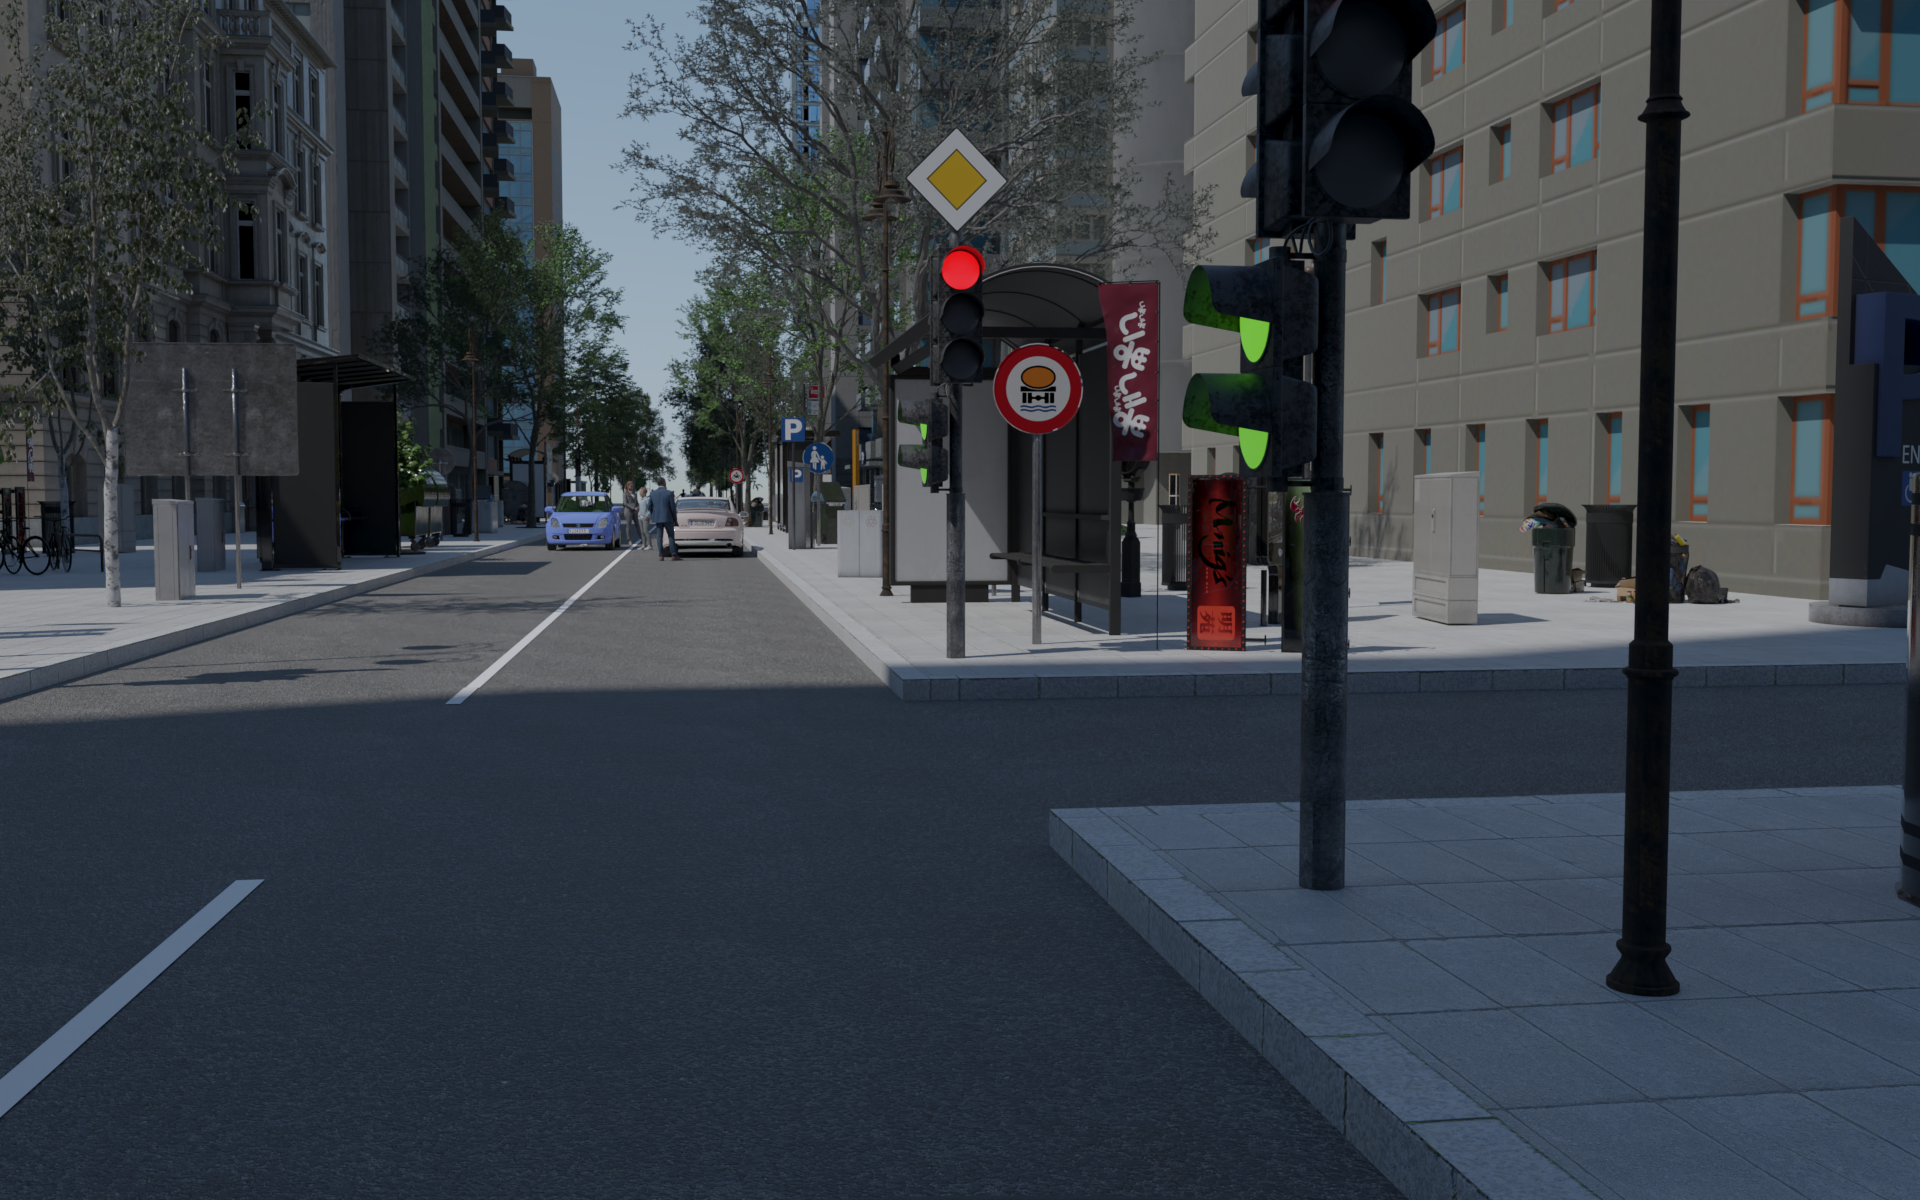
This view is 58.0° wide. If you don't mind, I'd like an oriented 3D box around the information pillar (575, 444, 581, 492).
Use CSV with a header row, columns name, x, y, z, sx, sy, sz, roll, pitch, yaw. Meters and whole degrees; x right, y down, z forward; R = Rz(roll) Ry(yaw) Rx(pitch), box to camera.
name,x,y,z,sx,sy,sz,roll,pitch,yaw
information pillar,-17.861,-5.486,81.050,0.183,3.616,0.504,-3,4,-36

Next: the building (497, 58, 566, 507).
name,x,y,z,sx,sy,sz,roll,pitch,yaw
building,-49.206,-32.531,181.993,14.600,45.320,14.200,-1,4,-9

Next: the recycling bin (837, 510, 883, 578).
name,x,y,z,sx,sy,sz,roll,pitch,yaw
recycling bin,-1.478,-0.877,26.899,0.722,1.027,0.722,1,4,10

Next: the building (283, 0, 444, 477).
name,x,y,z,sx,sy,sz,roll,pitch,yaw
building,-35.630,-24.901,90.720,14.154,41.232,14.086,-1,4,-9

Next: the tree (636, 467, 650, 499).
name,x,y,z,sx,sy,sz,roll,pitch,yaw
tree,-40.531,-16.330,217.364,4.360,8.622,3.978,0,3,0

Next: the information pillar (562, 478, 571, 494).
name,x,y,z,sx,sy,sz,roll,pitch,yaw
information pillar,-18.548,-4.723,81.719,0.304,2.012,0.304,-3,5,-44

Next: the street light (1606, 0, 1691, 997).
name,x,y,z,sx,sy,sz,roll,pitch,yaw
street light,1.776,-1.929,4.326,0.468,5.910,1.993,-1,4,-9

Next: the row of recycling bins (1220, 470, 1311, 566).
name,x,y,z,sx,sy,sz,roll,pitch,yaw
row of recycling bins,5.576,-1.498,31.597,1.069,1.692,3.534,-1,4,-22

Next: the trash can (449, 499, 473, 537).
name,x,y,z,sx,sy,sz,roll,pitch,yaw
trash can,-14.932,-2.455,51.785,0.748,1.137,0.748,0,3,0

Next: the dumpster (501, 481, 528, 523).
name,x,y,z,sx,sy,sz,roll,pitch,yaw
dumpster,-19.193,-4.235,75.007,1.264,1.857,1.865,-1,4,-9

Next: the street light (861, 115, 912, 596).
name,x,y,z,sx,sy,sz,roll,pitch,yaw
street light,-0.925,-2.988,21.640,0.468,5.910,1.993,-1,4,-9

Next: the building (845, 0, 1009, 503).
name,x,y,z,sx,sy,sz,roll,pitch,yaw
building,4.934,-30.242,114.058,23.786,49.044,30.456,-1,4,-9

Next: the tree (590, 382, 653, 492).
name,x,y,z,sx,sy,sz,roll,pitch,yaw
tree,-33.599,-15.929,177.445,9.611,12.733,9.660,0,3,0

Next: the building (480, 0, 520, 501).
name,x,y,z,sx,sy,sz,roll,pitch,yaw
building,-45.999,-29.229,132.522,22.147,44.769,28.867,-1,4,-9

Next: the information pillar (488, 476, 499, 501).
name,x,y,z,sx,sy,sz,roll,pitch,yaw
information pillar,-18.739,-3.981,69.574,0.304,2.012,0.304,1,4,17

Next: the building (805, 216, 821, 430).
name,x,y,z,sx,sy,sz,roll,pitch,yaw
building,-5.635,-31.393,205.164,32.217,40.220,23.993,-1,4,-9

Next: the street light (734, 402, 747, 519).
name,x,y,z,sx,sy,sz,roll,pitch,yaw
street light,-11.013,-7.012,87.438,0.468,5.910,1.993,-1,4,-9

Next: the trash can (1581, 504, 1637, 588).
name,x,y,z,sx,sy,sz,roll,pitch,yaw
trash can,8.928,-0.744,23.825,0.748,1.137,0.748,0,3,0

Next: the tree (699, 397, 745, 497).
name,x,y,z,sx,sy,sz,roll,pitch,yaw
tree,-26.682,-16.830,193.304,7.486,12.596,7.792,0,3,0

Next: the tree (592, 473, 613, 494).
name,x,y,z,sx,sy,sz,roll,pitch,yaw
tree,-27.339,-8.504,133.643,1.663,3.219,1.824,0,3,0

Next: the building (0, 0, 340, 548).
name,x,y,z,sx,sy,sz,roll,pitch,yaw
building,-29.509,-14.529,56.634,14.460,24.649,34.723,-1,4,-9

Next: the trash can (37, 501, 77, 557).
name,x,y,z,sx,sy,sz,roll,pitch,yaw
trash can,-18.570,-1.468,35.654,0.748,1.137,0.748,0,3,0

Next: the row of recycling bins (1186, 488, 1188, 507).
name,x,y,z,sx,sy,sz,roll,pitch,yaw
row of recycling bins,7.881,-2.653,50.494,1.069,1.692,3.534,-2,4,-32

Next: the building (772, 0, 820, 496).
name,x,y,z,sx,sy,sz,roll,pitch,yaw
building,-13.923,-56.183,231.261,22.319,86.520,31.000,-1,4,-9

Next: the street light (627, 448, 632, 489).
name,x,y,z,sx,sy,sz,roll,pitch,yaw
street light,-29.731,-11.135,154.851,0.468,5.910,1.993,-1,4,-9

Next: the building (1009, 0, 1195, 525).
name,x,y,z,sx,sy,sz,roll,pitch,yaw
building,15.365,-23.697,79.333,32.217,40.220,23.993,-1,4,-9

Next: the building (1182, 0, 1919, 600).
name,x,y,z,sx,sy,sz,roll,pitch,yaw
building,22.535,-11.682,36.046,28.899,21.520,27.650,-1,4,-9

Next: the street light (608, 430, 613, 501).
name,x,y,z,sx,sy,sz,roll,pitch,yaw
street light,-24.492,-9.085,121.322,0.468,5.910,1.993,-1,4,-9

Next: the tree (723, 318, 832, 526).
name,x,y,z,sx,sy,sz,roll,pitch,yaw
tree,-7.398,-7.254,68.966,4.360,8.622,3.978,0,3,0

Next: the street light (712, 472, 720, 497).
name,x,y,z,sx,sy,sz,roll,pitch,yaw
street light,-25.235,-12.633,179.337,0.468,5.910,1.993,-1,4,-9

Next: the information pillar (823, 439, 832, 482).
name,x,y,z,sx,sy,sz,roll,pitch,yaw
information pillar,-5.699,-5.055,74.009,0.504,3.616,0.183,1,4,12

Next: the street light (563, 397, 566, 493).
name,x,y,z,sx,sy,sz,roll,pitch,yaw
street light,-18.112,-6.517,79.339,0.468,5.910,1.993,-1,4,-9

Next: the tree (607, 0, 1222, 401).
name,x,y,z,sx,sy,sz,roll,pitch,yaw
tree,-1.080,-7.313,29.938,12.009,13.543,11.850,0,3,0

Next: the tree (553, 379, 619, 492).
name,x,y,z,sx,sy,sz,roll,pitch,yaw
tree,-23.387,-9.722,109.324,4.737,8.622,4.395,0,3,0

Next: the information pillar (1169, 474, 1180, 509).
name,x,y,z,sx,sy,sz,roll,pitch,yaw
information pillar,7.796,-3.581,63.046,0.304,2.012,0.304,2,4,28

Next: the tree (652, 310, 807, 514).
name,x,y,z,sx,sy,sz,roll,pitch,yaw
tree,-13.533,-11.521,105.374,9.611,12.733,9.660,0,3,0

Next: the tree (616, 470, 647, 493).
name,x,y,z,sx,sy,sz,roll,pitch,yaw
tree,-38.910,-13.719,208.025,4.285,4.588,4.351,0,3,0

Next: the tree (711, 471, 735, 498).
name,x,y,z,sx,sy,sz,roll,pitch,yaw
tree,-28.575,-13.738,208.336,4.285,4.588,4.351,0,3,0

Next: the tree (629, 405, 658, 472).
name,x,y,z,sx,sy,sz,roll,pitch,yaw
tree,-31.393,-13.803,160.087,7.601,10.594,8.767,0,4,-3

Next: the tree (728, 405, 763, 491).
name,x,y,z,sx,sy,sz,roll,pitch,yaw
tree,-15.837,-10.679,124.962,4.737,8.622,4.395,0,3,0

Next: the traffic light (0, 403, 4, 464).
name,x,y,z,sx,sy,sz,roll,pitch,yaw
traffic light,-7.324,-1.431,12.313,0.839,4.253,0.868,-1,4,-9

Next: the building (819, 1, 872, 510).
name,x,y,z,sx,sy,sz,roll,pitch,yaw
building,-1.002,-36.727,142.481,21.231,58.520,28.212,-1,4,-9

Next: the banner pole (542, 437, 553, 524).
name,x,y,z,sx,sy,sz,roll,pitch,yaw
banner pole,-17.886,-5.211,75.210,0.401,3.779,0.863,-3,5,-42

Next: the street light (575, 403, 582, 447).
name,x,y,z,sx,sy,sz,roll,pitch,yaw
street light,-19.429,-7.056,88.159,0.468,5.910,1.993,-1,4,-9

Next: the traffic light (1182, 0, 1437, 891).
name,x,y,z,sx,sy,sz,roll,pitch,yaw
traffic light,1.165,-1.017,5.553,0.839,4.253,0.868,-1,4,-9

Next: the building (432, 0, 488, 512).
name,x,y,z,sx,sy,sz,roll,pitch,yaw
building,-41.888,-29.593,107.555,21.300,48.544,21.600,-1,4,-9

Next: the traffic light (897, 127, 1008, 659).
name,x,y,z,sx,sy,sz,roll,pitch,yaw
traffic light,-0.051,-1.500,13.445,0.839,4.253,0.868,-1,4,-9

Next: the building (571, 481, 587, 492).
name,x,y,z,sx,sy,sz,roll,pitch,yaw
building,-65.225,-32.542,223.944,32.217,40.220,23.993,-1,4,-9

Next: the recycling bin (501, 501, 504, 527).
name,x,y,z,sx,sy,sz,roll,pitch,yaw
recycling bin,-18.046,-3.332,67.035,0.722,1.027,0.722,-1,4,-14

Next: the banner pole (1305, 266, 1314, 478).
name,x,y,z,sx,sy,sz,roll,pitch,yaw
banner pole,3.882,-1.795,19.365,0.401,3.779,0.863,1,4,11

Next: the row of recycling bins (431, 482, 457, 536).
name,x,y,z,sx,sy,sz,roll,pitch,yaw
row of recycling bins,-16.415,-2.873,54.089,1.069,1.692,3.534,0,4,-8

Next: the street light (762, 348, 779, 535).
name,x,y,z,sx,sy,sz,roll,pitch,yaw
street light,-5.993,-5.014,54.763,0.468,5.910,1.993,-1,4,-9

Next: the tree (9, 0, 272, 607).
name,x,y,z,sx,sy,sz,roll,pitch,yaw
tree,-9.758,-4.235,19.603,4.360,8.622,3.978,0,3,0

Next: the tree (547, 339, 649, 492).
name,x,y,z,sx,sy,sz,roll,pitch,yaw
tree,-26.634,-12.767,126.866,7.486,12.596,7.792,0,3,0

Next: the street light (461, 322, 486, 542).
name,x,y,z,sx,sy,sz,roll,pitch,yaw
street light,-13.066,-4.517,46.636,0.468,5.910,1.993,-1,4,-9

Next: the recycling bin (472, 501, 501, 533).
name,x,y,z,sx,sy,sz,roll,pitch,yaw
recycling bin,-15.684,-2.723,57.082,0.722,1.027,0.722,0,4,0

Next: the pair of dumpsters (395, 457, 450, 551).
name,x,y,z,sx,sy,sz,roll,pitch,yaw
pair of dumpsters,-13.039,-2.331,40.610,1.574,2.255,4.437,-1,4,-9

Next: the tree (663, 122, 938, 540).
name,x,y,z,sx,sy,sz,roll,pitch,yaw
tree,-3.926,-7.520,48.712,9.928,11.665,9.643,0,3,0

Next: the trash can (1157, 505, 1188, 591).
name,x,y,z,sx,sy,sz,roll,pitch,yaw
trash can,3.008,-0.707,23.213,0.748,1.137,0.748,0,3,0
